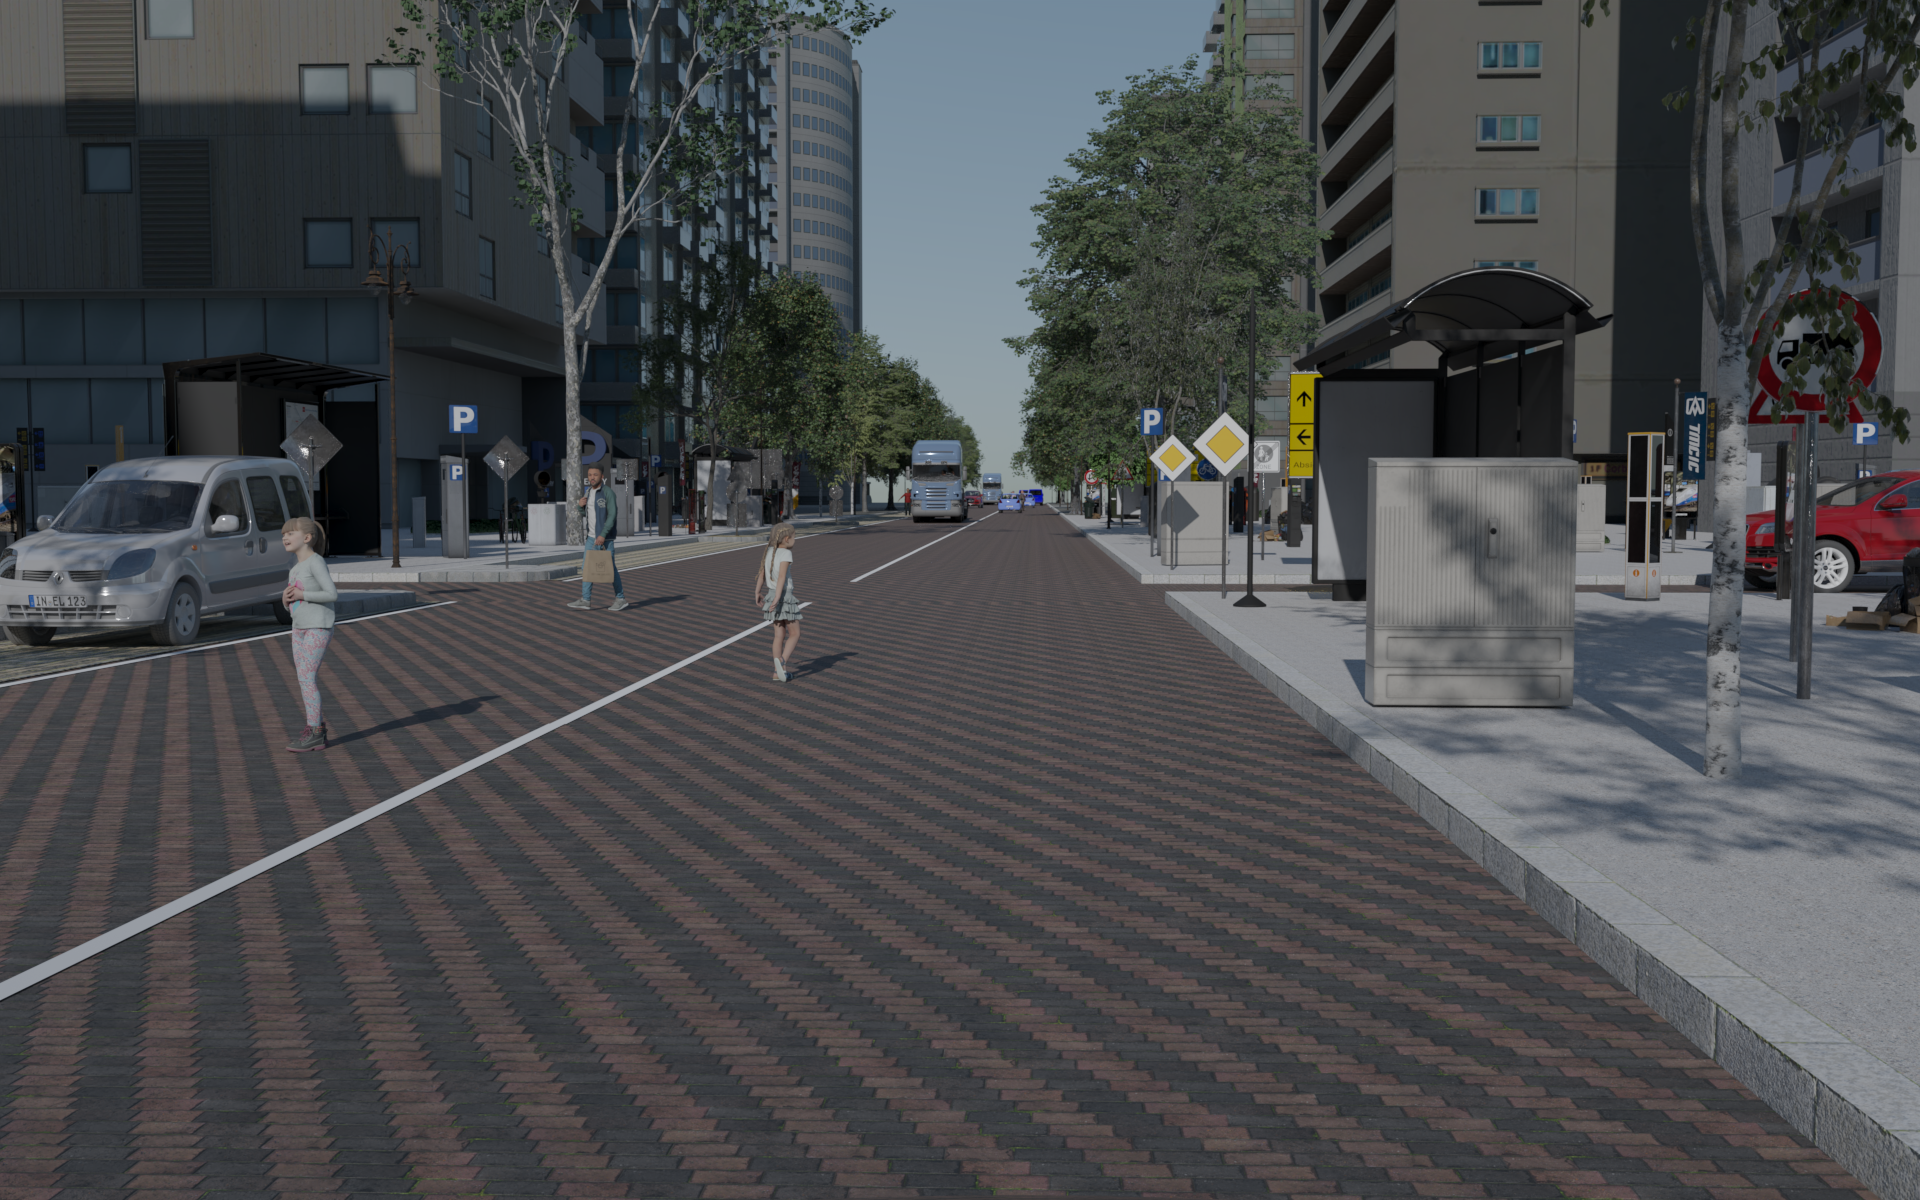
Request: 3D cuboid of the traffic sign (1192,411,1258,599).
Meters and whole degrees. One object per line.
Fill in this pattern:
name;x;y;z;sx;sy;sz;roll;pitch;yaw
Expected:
traffic sign;3.227;-1.071;21.161;0.795;2.450;0.064;0;4;2

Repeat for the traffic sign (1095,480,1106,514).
traffic sign;7.325;-5.546;90.681;0.884;2.594;0.081;1;4;9

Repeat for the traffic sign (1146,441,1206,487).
traffic sign;8.147;-4.376;65.427;2.265;3.308;0.079;0;4;6

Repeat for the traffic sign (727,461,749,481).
traffic sign;-8.871;-4.224;69.066;0.884;2.594;0.081;0;4;5

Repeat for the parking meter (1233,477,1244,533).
parking meter;9.302;-3.188;57.838;0.255;1.863;0.399;-1;4;-11

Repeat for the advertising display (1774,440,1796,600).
advertising display;10.171;-0.977;21.184;0.123;1.923;0.974;3;5;41

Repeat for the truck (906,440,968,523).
truck;-0.950;-6.301;92.779;2.967;4.110;18.799;0;4;1

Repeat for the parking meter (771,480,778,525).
parking meter;-7.576;-3.982;70.818;0.255;1.863;0.399;0;4;-5

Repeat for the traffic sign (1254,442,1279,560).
traffic sign;5.859;-1.916;33.463;0.606;2.300;0.079;1;4;9

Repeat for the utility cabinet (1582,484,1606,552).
utility cabinet;13.567;-1.802;38.137;1.173;1.500;0.318;0;4;1

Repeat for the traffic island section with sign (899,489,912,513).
traffic island section with sign;-3.527;-7.374;129.190;1.989;1.847;2.006;0;4;2

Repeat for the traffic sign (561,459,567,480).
traffic sign;-11.222;-2.934;50.099;0.606;2.300;0.079;0;4;4

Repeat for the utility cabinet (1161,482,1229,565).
utility cabinet;4.213;-1.371;31.098;1.173;1.500;0.318;-1;4;-13

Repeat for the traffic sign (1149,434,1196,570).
traffic sign;3.569;-1.559;29.139;0.795;2.450;0.064;0;4;2

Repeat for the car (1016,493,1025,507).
car;6.263;-11.022;189.808;1.945;1.707;3.694;0;4;2

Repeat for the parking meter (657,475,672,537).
parking meter;-8.924;-2.852;52.336;0.399;1.863;0.255;2;4;23

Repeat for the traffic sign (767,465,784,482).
traffic sign;-8.040;-4.615;75.554;0.768;2.556;0.104;0;4;3

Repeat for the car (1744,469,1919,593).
car;13.948;-1.028;25.479;5.304;1.827;2.281;0;4;1

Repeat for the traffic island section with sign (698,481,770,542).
traffic island section with sign;-6.802;-2.689;52.590;1.989;1.847;2.006;0;4;2

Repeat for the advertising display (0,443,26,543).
advertising display;-12.310;-1.029;22.036;0.974;1.923;0.123;1;4;18

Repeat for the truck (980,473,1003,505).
truck;4.515;-14.664;229.508;2.967;4.110;18.799;0;4;3

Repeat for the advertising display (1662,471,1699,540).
advertising display;20.122;-2.641;48.400;0.974;1.923;0.123;0;4;2

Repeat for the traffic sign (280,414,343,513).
traffic sign;-8.106;-1.102;21.665;0.795;2.450;0.064;0;4;2

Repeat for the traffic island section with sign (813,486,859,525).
traffic island section with sign;-5.662;-4.336;79.521;1.989;1.847;2.006;0;4;2

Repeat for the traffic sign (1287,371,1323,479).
traffic sign;6.550;-2.125;28.616;2.265;3.308;0.079;1;4;10

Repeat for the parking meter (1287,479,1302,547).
parking meter;8.062;-2.206;41.779;0.255;1.863;0.399;0;4;-5

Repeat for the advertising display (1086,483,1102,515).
advertising display;7.214;-5.378;93.138;0.974;1.923;0.123;3;5;40

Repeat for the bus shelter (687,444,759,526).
bus shelter;-9.809;-4.779;72.066;2.014;3.302;5.546;0;4;3

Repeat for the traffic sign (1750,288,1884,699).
traffic sign;5.286;-0.652;10.774;0.768;2.556;0.104;1;4;11

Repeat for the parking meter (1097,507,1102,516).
parking meter;8.248;-5.776;102.849;0.372;1.533;0.369;0;3;0

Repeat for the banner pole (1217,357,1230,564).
banner pole;4.840;-2.565;31.954;0.401;3.779;0.863;1;4;20

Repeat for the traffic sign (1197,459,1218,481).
traffic sign;8.831;-3.774;61.803;0.768;2.556;0.104;1;4;8

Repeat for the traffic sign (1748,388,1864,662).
traffic sign;6.378;-0.805;13.172;0.884;2.594;0.081;0;4;6

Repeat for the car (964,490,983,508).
car;1.246;-10.270;176.590;2.281;1.827;5.304;0;4;4

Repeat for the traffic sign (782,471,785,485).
traffic sign;-9.455;-5.730;93.791;0.768;2.556;0.104;0;4;8

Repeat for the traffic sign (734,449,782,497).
traffic sign;-9.174;-5.185;78.654;2.265;3.308;0.079;1;4;10

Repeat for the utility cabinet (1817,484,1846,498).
utility cabinet;18.322;-1.719;36.790;1.173;1.500;0.318;3;5;43

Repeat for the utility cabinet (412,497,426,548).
utility cabinet;-13.011;-1.864;41.642;0.306;1.237;1.020;-1;4;-16

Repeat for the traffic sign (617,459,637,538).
traffic sign;-9.708;-2.959;50.502;0.606;2.300;0.079;0;4;3

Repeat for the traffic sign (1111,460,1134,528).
traffic sign;6.148;-4.001;65.428;0.884;2.594;0.081;1;4;12

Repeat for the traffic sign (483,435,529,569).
traffic sign;-7.764;-1.590;29.643;0.795;2.450;0.064;0;4;2

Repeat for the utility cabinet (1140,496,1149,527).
utility cabinet;7.247;-3.470;67.898;0.306;1.237;1.020;1;4;11

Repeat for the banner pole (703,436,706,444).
banner pole;-10.900;-5.229;75.504;0.863;3.779;0.401;-2;4;-27

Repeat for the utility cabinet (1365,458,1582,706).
utility cabinet;3.068;-0.107;10.424;1.173;1.500;0.318;0;4;3

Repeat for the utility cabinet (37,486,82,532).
utility cabinet;-24.628;-2.376;47.532;1.173;1.500;0.318;-2;4;-24

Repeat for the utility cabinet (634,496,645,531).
utility cabinet;-11.157;-3.001;60.234;0.306;1.237;1.020;0;4;-6

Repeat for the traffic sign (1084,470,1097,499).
traffic sign;6.835;-5.494;89.934;0.768;2.556;0.104;0;4;5

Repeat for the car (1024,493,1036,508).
car;6.887;-10.352;178.850;1.945;1.707;3.694;0;4;2

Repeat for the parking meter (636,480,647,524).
parking meter;-13.437;-4.122;73.102;0.399;1.863;0.255;-3;4;-36

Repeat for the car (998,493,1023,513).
car;3.794;-7.402;130.610;1.945;1.707;3.694;0;4;4

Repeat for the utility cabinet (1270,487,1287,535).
utility cabinet;9.826;-2.721;53.174;0.318;1.500;1.173;0;4;-5

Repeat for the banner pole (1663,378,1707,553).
banner pole;15.712;-2.902;37.469;0.863;3.779;0.401;3;4;38

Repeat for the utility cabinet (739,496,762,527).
utility cabinet;-8.273;-3.465;67.816;1.020;1.237;0.306;1;4;14
